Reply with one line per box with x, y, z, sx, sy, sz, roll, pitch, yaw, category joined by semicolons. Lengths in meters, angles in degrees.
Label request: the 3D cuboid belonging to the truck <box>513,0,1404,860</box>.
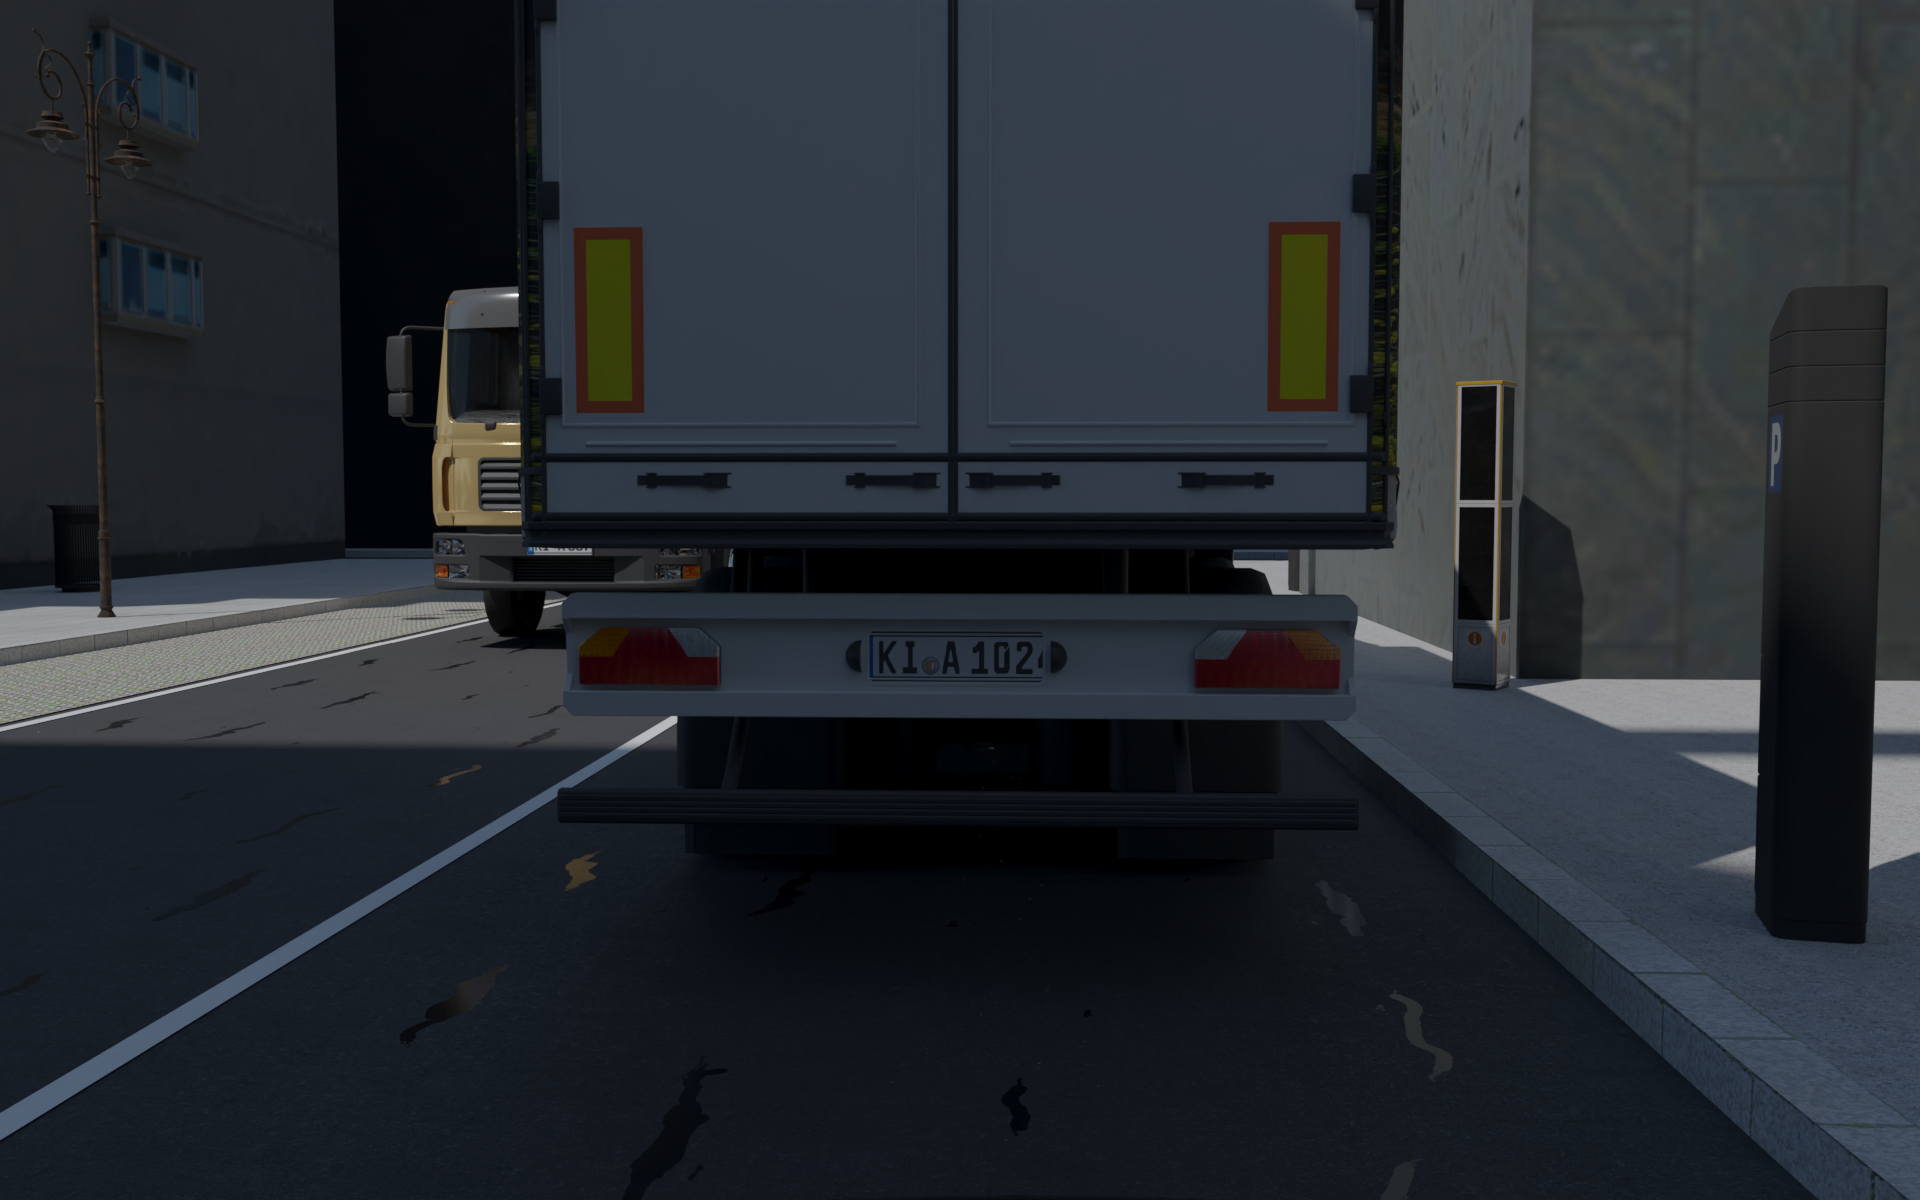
0.258;-1.306;10.261;2.839;4.237;11.283;0;4;3;truck

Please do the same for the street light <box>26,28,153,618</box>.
-8.885;-2.756;17.856;0.468;5.910;1.993;0;4;3;street light

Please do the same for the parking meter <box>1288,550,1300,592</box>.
4.518;-1.052;22.913;0.255;1.863;0.399;0;4;-6;parking meter

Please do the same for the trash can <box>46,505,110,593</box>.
-11.550;-0.677;22.725;0.748;1.137;0.748;0;3;0;trash can

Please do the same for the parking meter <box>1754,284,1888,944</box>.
2.519;0.038;5.088;0.255;1.863;0.399;1;4;16;parking meter

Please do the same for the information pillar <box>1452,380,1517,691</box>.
3.454;-0.424;11.417;0.304;2.012;0.304;2;4;35;information pillar

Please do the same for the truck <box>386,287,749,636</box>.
-3.340;-1.447;19.590;3.469;3.379;9.791;0;4;4;truck

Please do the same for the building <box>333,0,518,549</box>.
-13.914;-13.346;47.892;12.332;23.373;15.834;0;4;3;building

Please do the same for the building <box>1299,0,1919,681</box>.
14.772;-42.273;3.831;22.319;86.520;31.000;0;4;3;building

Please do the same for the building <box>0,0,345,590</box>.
-23.253;-24.416;22.901;21.600;48.544;21.300;0;4;3;building
